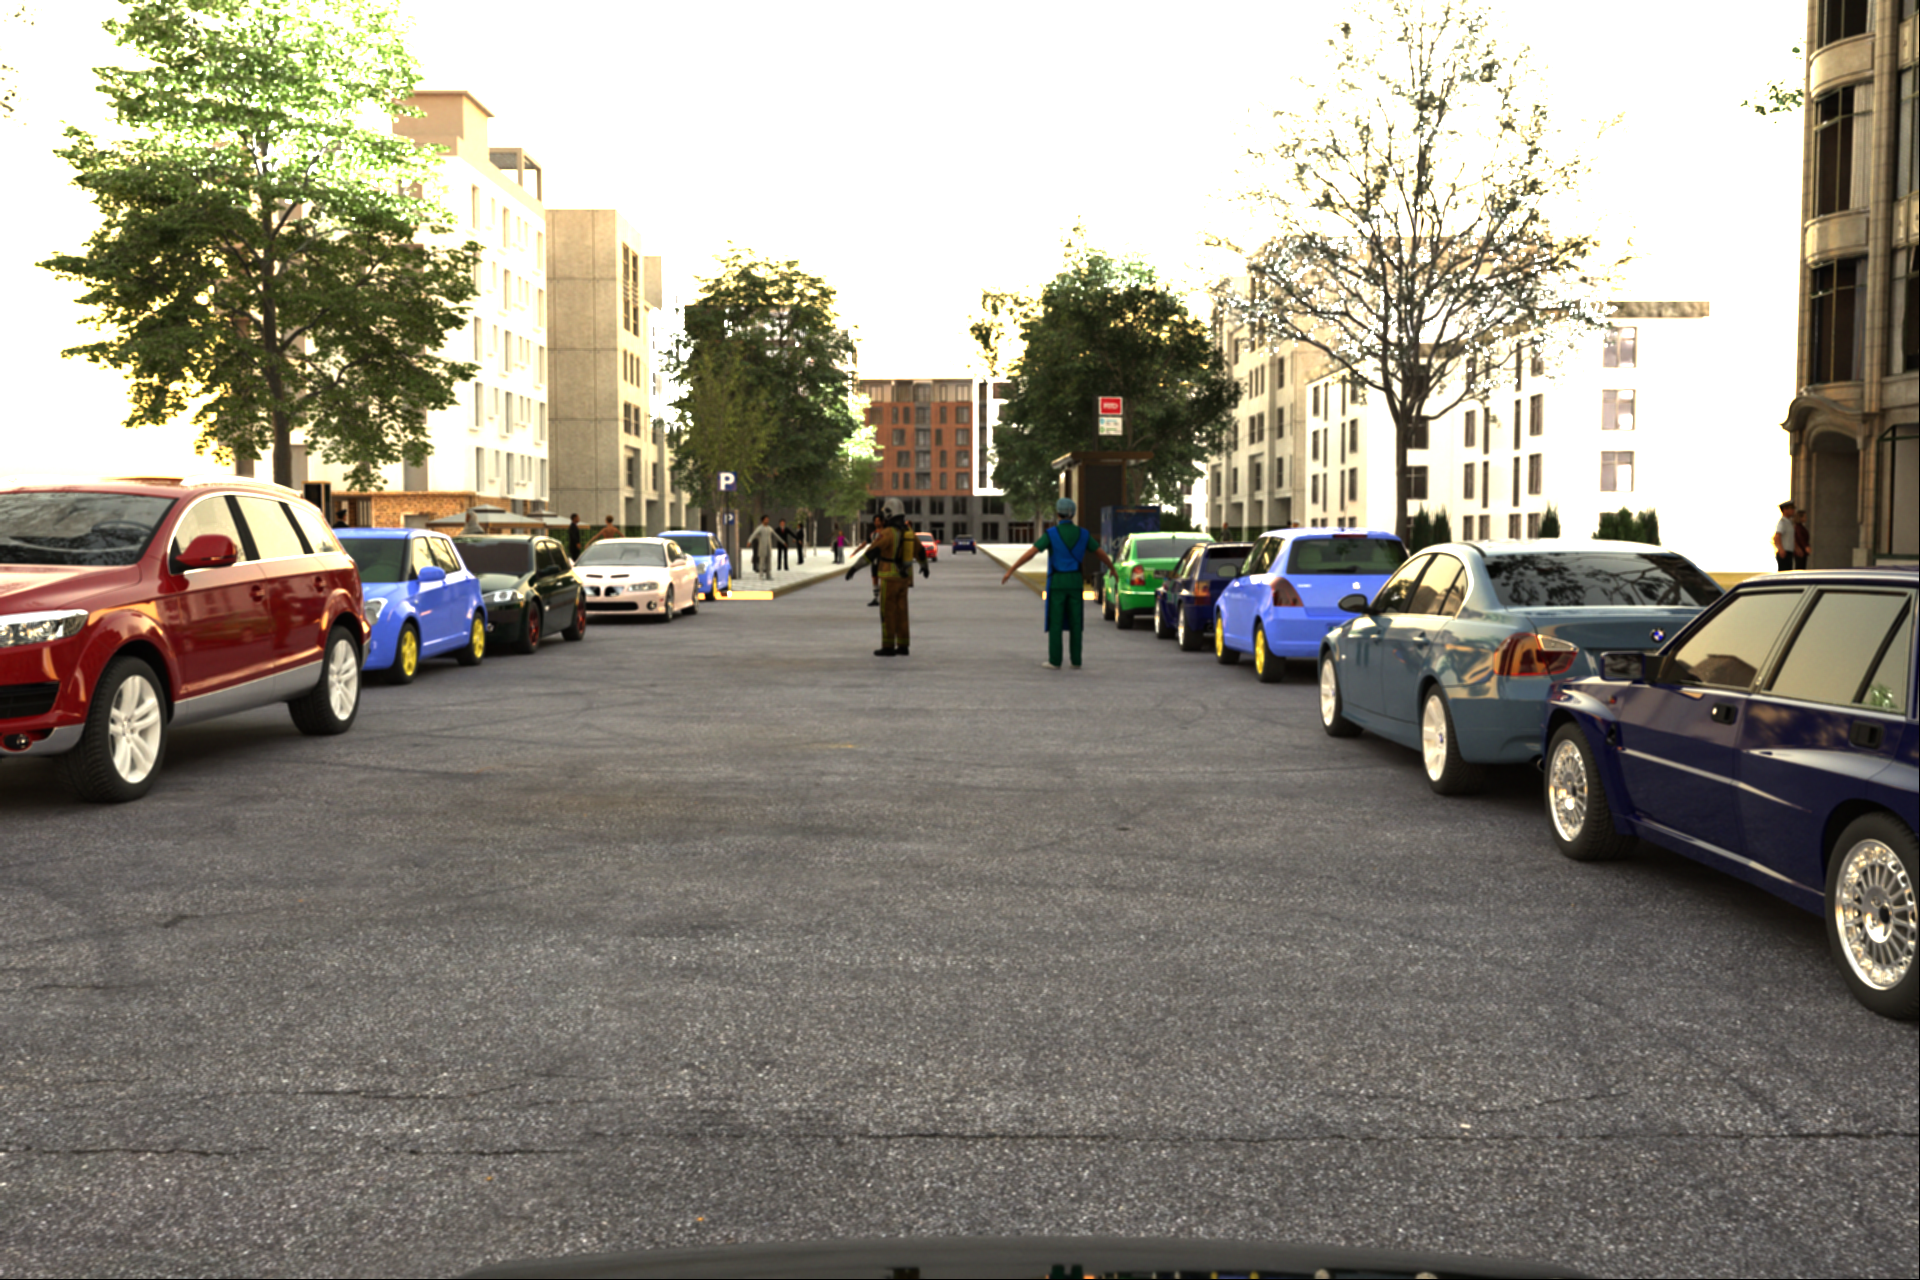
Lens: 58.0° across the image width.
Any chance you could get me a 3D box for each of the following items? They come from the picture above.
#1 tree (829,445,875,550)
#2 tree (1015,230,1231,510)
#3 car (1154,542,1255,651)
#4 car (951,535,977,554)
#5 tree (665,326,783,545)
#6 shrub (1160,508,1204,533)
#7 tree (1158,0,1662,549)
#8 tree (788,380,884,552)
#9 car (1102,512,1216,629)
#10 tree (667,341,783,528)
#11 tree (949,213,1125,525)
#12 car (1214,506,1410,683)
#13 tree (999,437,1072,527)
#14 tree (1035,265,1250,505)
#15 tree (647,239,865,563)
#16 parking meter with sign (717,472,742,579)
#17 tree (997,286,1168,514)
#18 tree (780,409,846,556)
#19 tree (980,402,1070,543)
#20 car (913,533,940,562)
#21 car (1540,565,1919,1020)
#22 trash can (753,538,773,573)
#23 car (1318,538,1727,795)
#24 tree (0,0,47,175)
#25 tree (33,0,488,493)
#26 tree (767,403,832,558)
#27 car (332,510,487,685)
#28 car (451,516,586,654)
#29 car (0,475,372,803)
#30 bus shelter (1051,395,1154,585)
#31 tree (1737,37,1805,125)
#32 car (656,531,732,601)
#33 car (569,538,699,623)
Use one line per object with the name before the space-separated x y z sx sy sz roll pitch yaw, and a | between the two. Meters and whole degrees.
tree | -8.436 -11.507 138.499 4.360 8.622 3.978 0 3 0
tree | 7.059 -10.176 73.036 9.857 13.997 8.962 0 3 0
car | 3.551 -0.608 22.529 1.945 1.354 3.894 0 4 0
car | 0.301 -6.923 125.772 1.945 1.354 3.894 0 4 0
tree | -8.608 -6.803 61.595 4.360 8.622 3.978 0 3 0
shrub | 6.044 -2.692 48.431 1.690 2.028 1.600 0 3 0
tree | 9.409 -7.713 36.471 12.009 13.543 11.850 0 3 0
tree | -9.212 -12.624 124.528 7.486 12.596 7.792 0 3 0
car | 3.257 -1.142 27.463 1.959 1.807 4.718 0 4 0
tree | -9.101 -7.135 67.025 4.737 8.622 4.395 0 3 0
tree | 5.711 -15.222 104.762 12.611 20.169 13.585 0 3 0
car | 3.697 -0.514 18.002 1.945 1.707 3.694 0 4 -1
tree | 6.877 -11.717 125.979 8.767 10.594 7.601 -1 4 -23
tree | 6.324 -7.641 59.336 8.767 10.594 7.601 3 5 43
tree | -8.806 -10.379 76.351 9.857 13.997 8.962 0 3 0
parking meter with sign | -6.510 -3.241 49.249 0.543 3.016 1.738 0 4 -1
tree | 6.444 -10.991 86.366 9.857 13.997 8.962 0 3 0
tree | -8.600 -9.271 101.943 4.737 8.622 4.395 0 3 0
tree | 6.536 -14.537 144.329 9.857 13.997 8.962 0 3 0
car | -2.100 -4.985 90.549 2.155 1.783 4.494 0 4 0
car | 3.547 0.374 6.461 1.945 1.354 3.894 0 4 -1
trash can | -6.590 -2.813 57.639 0.748 1.137 0.748 0 3 0
car | 3.469 0.074 10.789 2.014 1.417 4.499 0 3 0
tree | -11.751 -6.281 13.064 12.009 13.543 11.850 0 3 0
tree | -12.659 -6.915 31.182 7.486 12.596 7.792 0 3 0
tree | -8.219 -8.794 94.146 4.360 8.622 3.978 0 3 0
car | -6.077 -0.490 17.609 1.945 1.707 3.694 0 3 0
car | -5.936 -0.742 21.919 2.009 1.686 4.222 0 3 0
car | -5.419 -0.137 10.916 2.281 1.827 5.304 0 3 0
bus shelter | 3.736 -4.301 47.948 2.179 5.291 8.768 0 4 -2
tree | 27.841 -11.732 47.710 12.611 20.169 13.585 0 3 0
car | -6.065 -1.746 38.138 1.945 1.707 3.694 0 3 0
car | -5.610 -1.050 29.530 2.083 1.381 4.827 0 3 0
